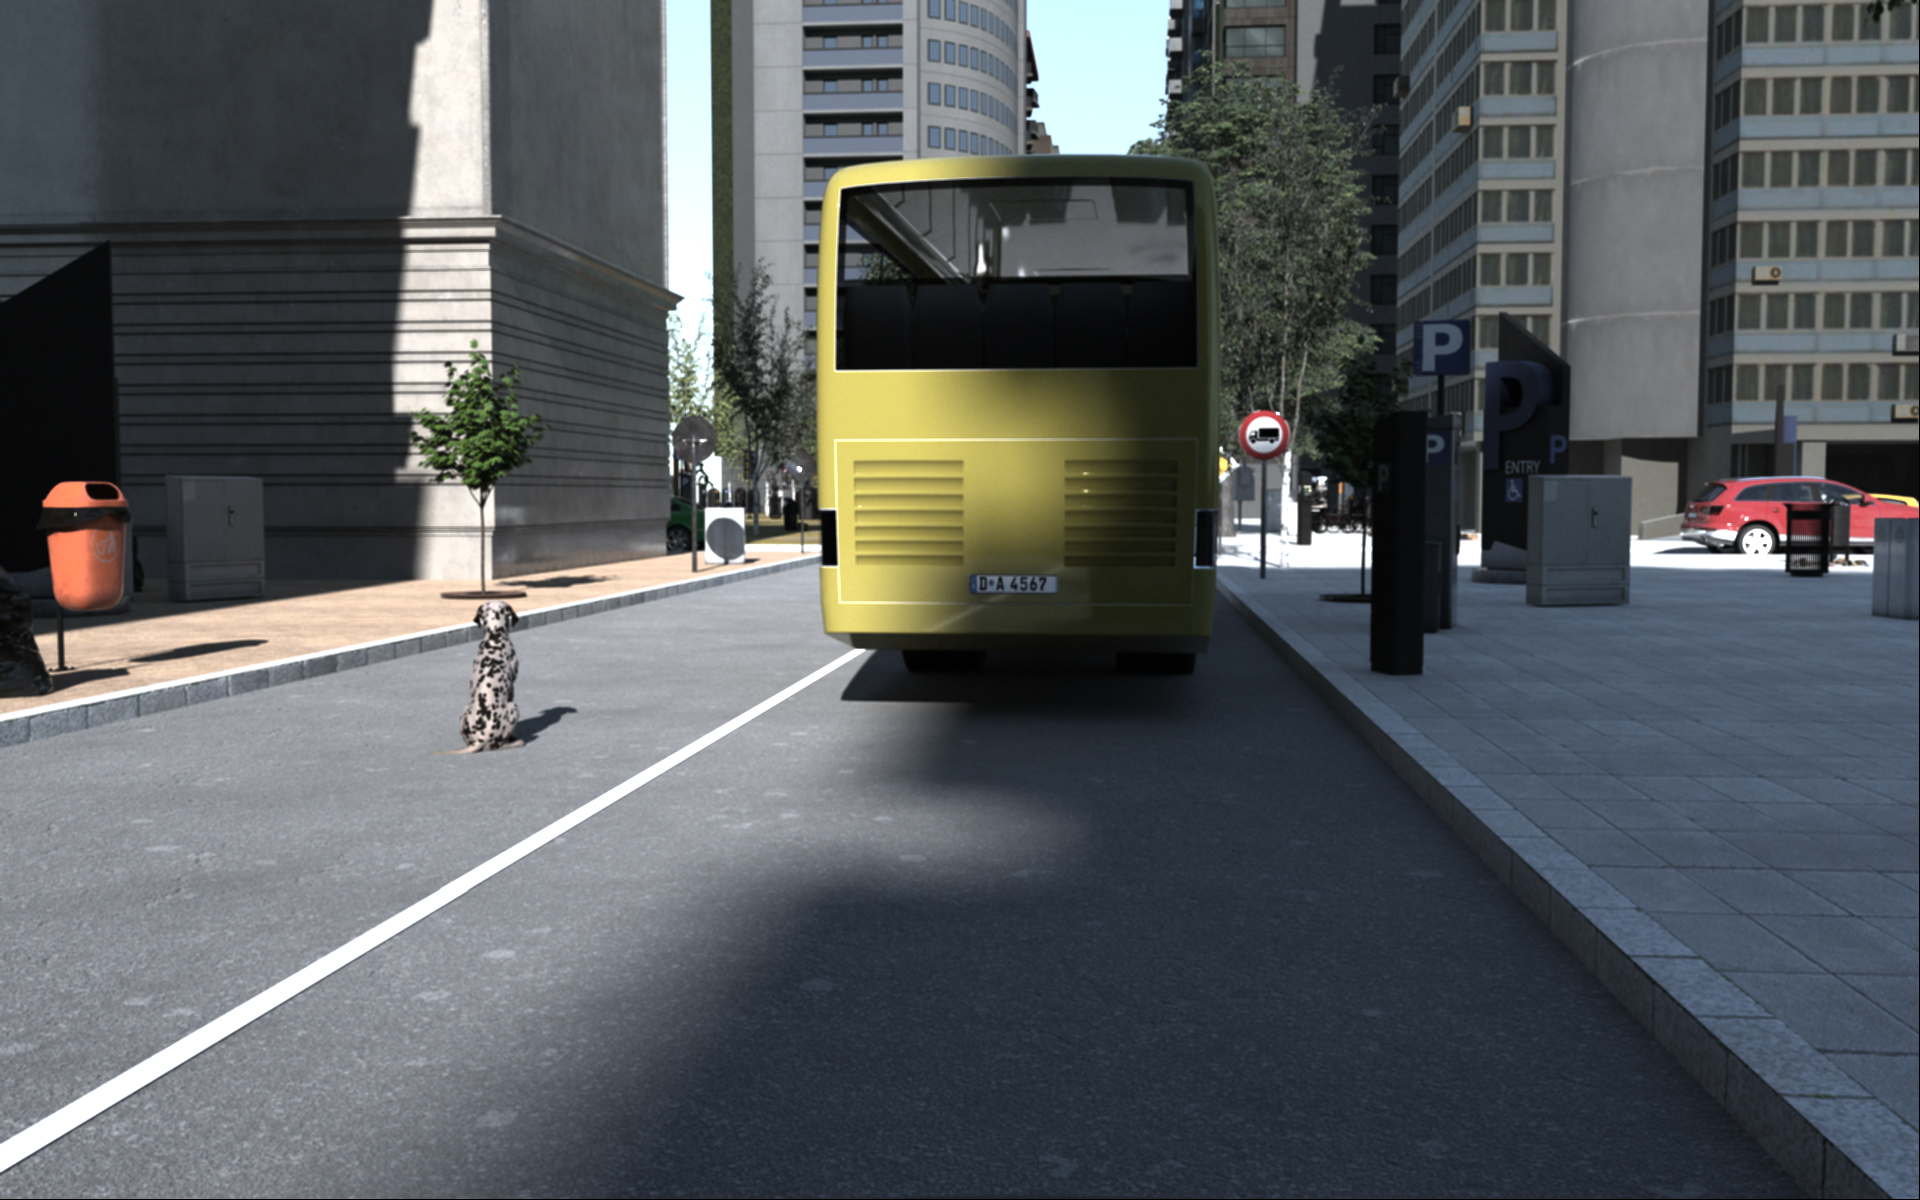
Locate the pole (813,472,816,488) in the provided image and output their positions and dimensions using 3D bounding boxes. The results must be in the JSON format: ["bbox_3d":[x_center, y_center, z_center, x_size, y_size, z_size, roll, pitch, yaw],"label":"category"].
[{"bbox_3d":[-9.097,-6.993,108.179,0.158,3.312,0.155,0,3,0],"label":"pole"}]

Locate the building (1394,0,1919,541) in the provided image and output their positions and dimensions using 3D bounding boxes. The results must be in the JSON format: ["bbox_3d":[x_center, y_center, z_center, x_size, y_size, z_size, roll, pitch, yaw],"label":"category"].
[{"bbox_3d":[28.660,-22.521,60.106,23.993,40.220,32.217,0,4,5],"label":"building"}]

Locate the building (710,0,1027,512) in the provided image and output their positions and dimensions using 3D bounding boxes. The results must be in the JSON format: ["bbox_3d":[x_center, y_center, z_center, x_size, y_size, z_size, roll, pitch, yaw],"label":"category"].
[{"bbox_3d":[-6.116,-36.221,134.211,21.231,58.520,28.212,0,4,5],"label":"building"}]

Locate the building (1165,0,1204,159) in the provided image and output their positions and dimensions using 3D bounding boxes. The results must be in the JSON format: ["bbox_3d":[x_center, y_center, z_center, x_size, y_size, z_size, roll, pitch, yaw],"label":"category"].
[{"bbox_3d":[29.375,-32.628,153.068,23.786,49.044,30.456,0,4,5],"label":"building"}]

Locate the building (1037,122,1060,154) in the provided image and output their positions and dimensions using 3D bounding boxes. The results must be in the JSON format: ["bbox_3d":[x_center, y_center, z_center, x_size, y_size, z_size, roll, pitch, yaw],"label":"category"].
[{"bbox_3d":[2.769,-37.082,229.987,21.300,48.544,21.600,0,4,5],"label":"building"}]

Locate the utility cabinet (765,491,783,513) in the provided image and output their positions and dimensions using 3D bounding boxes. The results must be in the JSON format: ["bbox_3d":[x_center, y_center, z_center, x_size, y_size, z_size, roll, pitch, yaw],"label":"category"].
[{"bbox_3d":[-12.231,-6.436,113.912,1.173,1.500,0.318,0,4,-5],"label":"utility cabinet"}]

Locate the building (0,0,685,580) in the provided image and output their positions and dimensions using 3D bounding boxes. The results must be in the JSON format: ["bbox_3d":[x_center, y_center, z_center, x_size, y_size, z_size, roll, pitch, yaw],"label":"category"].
[{"bbox_3d":[-16.212,-11.919,31.032,21.152,22.565,11.583,0,4,5],"label":"building"}]

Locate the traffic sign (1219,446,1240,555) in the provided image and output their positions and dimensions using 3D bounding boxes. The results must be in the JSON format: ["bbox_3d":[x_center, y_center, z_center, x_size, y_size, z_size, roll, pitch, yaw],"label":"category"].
[{"bbox_3d":[5.465,-2.001,36.364,0.795,2.450,0.064,0,4,5],"label":"traffic sign"}]

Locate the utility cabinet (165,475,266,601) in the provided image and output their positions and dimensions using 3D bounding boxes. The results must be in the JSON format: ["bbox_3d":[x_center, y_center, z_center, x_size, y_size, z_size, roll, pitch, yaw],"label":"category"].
[{"bbox_3d":[-8.989,-0.751,20.958,0.318,1.500,1.173,2,4,27],"label":"utility cabinet"}]

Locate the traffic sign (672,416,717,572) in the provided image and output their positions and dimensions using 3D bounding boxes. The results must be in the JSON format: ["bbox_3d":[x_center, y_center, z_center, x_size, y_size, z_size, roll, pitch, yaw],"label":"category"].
[{"bbox_3d":[-4.350,-1.725,28.315,0.768,2.556,0.104,1,4,12],"label":"traffic sign"}]

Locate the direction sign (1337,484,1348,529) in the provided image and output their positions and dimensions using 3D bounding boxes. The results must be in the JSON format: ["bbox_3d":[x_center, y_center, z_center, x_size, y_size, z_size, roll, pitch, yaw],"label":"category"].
[{"bbox_3d":[14.119,-4.393,63.822,0.379,3.537,0.876,-1,4,-13],"label":"direction sign"}]

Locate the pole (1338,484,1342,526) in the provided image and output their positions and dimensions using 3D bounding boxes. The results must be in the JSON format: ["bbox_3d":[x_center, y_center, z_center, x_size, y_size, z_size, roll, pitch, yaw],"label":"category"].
[{"bbox_3d":[15.221,-4.603,69.094,0.158,3.312,0.155,0,3,0],"label":"pole"}]

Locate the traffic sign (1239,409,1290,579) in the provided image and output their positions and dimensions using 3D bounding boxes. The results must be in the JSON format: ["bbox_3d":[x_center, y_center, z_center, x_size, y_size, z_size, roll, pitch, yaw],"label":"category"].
[{"bbox_3d":[4.595,-1.596,26.194,0.768,2.556,0.104,1,4,14],"label":"traffic sign"}]

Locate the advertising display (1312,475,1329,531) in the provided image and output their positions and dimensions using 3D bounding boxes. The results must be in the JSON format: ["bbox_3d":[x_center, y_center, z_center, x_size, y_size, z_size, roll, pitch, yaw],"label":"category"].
[{"bbox_3d":[12.318,-3.361,60.161,0.974,1.923,0.123,2,4,25],"label":"advertising display"}]

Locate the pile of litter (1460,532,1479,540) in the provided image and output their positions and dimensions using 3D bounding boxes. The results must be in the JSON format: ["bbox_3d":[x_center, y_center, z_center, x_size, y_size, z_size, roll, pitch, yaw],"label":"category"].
[{"bbox_3d":[14.016,-2.134,48.849,1.176,0.858,1.719,0,4,8],"label":"pile of litter"}]

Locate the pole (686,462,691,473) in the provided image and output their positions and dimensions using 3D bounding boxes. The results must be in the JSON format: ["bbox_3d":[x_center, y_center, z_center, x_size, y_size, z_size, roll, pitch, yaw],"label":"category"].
[{"bbox_3d":[-11.265,-4.766,71.763,0.158,3.312,0.155,0,3,0],"label":"pole"}]

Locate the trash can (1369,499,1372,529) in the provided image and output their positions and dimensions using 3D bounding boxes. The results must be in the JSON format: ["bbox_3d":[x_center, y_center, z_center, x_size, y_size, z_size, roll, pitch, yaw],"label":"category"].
[{"bbox_3d":[13.353,-2.652,55.015,0.748,1.137,0.748,0,3,0],"label":"trash can"}]

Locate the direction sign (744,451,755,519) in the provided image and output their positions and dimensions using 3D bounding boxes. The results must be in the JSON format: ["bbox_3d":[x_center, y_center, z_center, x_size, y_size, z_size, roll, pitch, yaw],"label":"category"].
[{"bbox_3d":[-11.002,-6.027,90.539,0.379,3.537,0.876,2,4,32],"label":"direction sign"}]

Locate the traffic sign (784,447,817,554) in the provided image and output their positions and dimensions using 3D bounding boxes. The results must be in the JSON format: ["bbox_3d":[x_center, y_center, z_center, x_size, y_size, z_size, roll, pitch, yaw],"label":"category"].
[{"bbox_3d":[-3.387,-2.054,37.224,0.795,2.450,0.064,0,4,5],"label":"traffic sign"}]

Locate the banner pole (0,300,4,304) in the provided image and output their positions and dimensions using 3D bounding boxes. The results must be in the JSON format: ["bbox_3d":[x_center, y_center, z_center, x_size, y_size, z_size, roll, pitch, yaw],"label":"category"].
[{"bbox_3d":[-12.486,-1.972,22.258,0.401,3.779,0.863,2,4,26],"label":"banner pole"}]

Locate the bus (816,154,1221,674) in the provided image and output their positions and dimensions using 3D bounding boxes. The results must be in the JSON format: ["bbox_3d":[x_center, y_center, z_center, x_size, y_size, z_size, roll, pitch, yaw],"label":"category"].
[{"bbox_3d":[1.067,-1.541,16.734,2.896,3.916,12.252,0,4,7],"label":"bus"}]

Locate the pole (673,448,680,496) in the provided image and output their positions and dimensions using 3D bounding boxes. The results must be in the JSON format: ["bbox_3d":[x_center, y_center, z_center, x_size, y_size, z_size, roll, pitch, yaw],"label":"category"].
[{"bbox_3d":[-10.160,-4.171,62.041,0.158,3.312,0.155,0,3,0],"label":"pole"}]

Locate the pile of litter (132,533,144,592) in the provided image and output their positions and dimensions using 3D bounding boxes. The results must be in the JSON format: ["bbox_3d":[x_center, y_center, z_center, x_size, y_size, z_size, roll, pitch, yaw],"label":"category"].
[{"bbox_3d":[-11.334,-0.542,22.819,1.176,0.858,1.719,0,4,-7],"label":"pile of litter"}]

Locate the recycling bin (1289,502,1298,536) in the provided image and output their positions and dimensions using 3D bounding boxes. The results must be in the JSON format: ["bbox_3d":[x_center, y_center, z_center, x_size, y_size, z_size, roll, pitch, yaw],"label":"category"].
[{"bbox_3d":[10.288,-2.472,52.968,0.722,1.027,0.722,2,4,32],"label":"recycling bin"}]

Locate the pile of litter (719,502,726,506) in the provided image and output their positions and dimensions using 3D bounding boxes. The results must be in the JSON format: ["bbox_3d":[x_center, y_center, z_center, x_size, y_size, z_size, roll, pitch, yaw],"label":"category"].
[{"bbox_3d":[-13.397,-5.126,97.781,1.719,0.858,1.176,0,4,-3],"label":"pile of litter"}]

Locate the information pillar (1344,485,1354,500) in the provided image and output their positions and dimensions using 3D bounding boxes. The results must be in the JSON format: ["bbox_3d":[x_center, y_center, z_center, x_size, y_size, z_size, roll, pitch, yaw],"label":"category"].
[{"bbox_3d":[19.214,-5.761,85.553,0.504,3.616,0.183,3,5,39],"label":"information pillar"}]

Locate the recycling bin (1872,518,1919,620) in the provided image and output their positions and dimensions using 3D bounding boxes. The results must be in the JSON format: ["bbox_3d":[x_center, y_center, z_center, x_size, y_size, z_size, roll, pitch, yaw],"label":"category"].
[{"bbox_3d":[10.014,-0.333,17.994,0.722,1.027,0.722,0,3,0],"label":"recycling bin"}]

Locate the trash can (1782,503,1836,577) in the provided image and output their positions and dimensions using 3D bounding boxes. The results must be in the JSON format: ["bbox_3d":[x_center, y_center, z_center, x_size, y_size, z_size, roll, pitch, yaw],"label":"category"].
[{"bbox_3d":[13.189,-0.935,26.944,0.748,1.137,0.748,0,3,0],"label":"trash can"}]

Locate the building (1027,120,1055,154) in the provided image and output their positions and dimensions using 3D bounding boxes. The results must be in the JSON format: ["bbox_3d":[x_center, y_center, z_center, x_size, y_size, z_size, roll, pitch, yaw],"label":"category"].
[{"bbox_3d":[4.446,-34.356,211.831,14.600,45.320,14.200,0,4,5],"label":"building"}]

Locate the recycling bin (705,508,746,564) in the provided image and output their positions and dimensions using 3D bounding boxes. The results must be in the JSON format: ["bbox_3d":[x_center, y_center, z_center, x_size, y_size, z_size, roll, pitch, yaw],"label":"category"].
[{"bbox_3d":[-4.328,-1.187,31.960,0.722,1.027,0.722,0,4,-6],"label":"recycling bin"}]

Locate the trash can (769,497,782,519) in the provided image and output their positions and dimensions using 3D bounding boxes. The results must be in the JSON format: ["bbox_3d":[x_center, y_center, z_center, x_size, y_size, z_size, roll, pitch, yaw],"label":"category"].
[{"bbox_3d":[-9.547,-4.762,89.512,0.748,1.137,0.748,0,3,0],"label":"trash can"}]

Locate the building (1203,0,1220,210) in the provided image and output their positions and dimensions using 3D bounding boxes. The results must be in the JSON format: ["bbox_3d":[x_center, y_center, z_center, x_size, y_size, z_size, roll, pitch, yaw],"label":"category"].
[{"bbox_3d":[26.383,-42.130,127.076,20.563,71.187,20.611,0,4,5],"label":"building"}]

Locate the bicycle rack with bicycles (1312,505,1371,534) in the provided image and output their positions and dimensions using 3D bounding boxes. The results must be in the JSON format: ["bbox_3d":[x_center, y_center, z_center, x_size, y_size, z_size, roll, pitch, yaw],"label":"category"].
[{"bbox_3d":[12.717,-2.692,57.404,2.925,0.926,2.852,0,4,-6],"label":"bicycle rack with bicycles"}]

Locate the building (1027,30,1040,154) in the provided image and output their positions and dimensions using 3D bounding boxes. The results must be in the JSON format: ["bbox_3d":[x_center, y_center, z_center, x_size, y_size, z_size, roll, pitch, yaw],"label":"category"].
[{"bbox_3d":[-3.956,-31.098,163.081,22.147,44.769,28.867,0,4,5],"label":"building"}]

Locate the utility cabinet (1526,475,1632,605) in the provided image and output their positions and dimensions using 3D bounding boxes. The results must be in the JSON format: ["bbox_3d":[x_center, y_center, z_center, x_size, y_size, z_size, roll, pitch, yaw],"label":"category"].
[{"bbox_3d":[7.107,-0.684,19.867,1.173,1.500,0.318,-1,4,-16],"label":"utility cabinet"}]

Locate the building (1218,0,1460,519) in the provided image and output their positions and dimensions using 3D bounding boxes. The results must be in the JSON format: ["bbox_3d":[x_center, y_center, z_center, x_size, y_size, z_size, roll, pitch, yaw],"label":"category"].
[{"bbox_3d":[21.159,-19.798,95.402,14.160,30.474,14.107,0,4,5],"label":"building"}]

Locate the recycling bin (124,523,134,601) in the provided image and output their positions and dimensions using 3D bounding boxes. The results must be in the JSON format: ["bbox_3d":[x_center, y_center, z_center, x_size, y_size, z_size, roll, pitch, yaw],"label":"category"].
[{"bbox_3d":[-10.296,-0.488,20.541,0.722,1.027,0.722,0,4,-8],"label":"recycling bin"}]
